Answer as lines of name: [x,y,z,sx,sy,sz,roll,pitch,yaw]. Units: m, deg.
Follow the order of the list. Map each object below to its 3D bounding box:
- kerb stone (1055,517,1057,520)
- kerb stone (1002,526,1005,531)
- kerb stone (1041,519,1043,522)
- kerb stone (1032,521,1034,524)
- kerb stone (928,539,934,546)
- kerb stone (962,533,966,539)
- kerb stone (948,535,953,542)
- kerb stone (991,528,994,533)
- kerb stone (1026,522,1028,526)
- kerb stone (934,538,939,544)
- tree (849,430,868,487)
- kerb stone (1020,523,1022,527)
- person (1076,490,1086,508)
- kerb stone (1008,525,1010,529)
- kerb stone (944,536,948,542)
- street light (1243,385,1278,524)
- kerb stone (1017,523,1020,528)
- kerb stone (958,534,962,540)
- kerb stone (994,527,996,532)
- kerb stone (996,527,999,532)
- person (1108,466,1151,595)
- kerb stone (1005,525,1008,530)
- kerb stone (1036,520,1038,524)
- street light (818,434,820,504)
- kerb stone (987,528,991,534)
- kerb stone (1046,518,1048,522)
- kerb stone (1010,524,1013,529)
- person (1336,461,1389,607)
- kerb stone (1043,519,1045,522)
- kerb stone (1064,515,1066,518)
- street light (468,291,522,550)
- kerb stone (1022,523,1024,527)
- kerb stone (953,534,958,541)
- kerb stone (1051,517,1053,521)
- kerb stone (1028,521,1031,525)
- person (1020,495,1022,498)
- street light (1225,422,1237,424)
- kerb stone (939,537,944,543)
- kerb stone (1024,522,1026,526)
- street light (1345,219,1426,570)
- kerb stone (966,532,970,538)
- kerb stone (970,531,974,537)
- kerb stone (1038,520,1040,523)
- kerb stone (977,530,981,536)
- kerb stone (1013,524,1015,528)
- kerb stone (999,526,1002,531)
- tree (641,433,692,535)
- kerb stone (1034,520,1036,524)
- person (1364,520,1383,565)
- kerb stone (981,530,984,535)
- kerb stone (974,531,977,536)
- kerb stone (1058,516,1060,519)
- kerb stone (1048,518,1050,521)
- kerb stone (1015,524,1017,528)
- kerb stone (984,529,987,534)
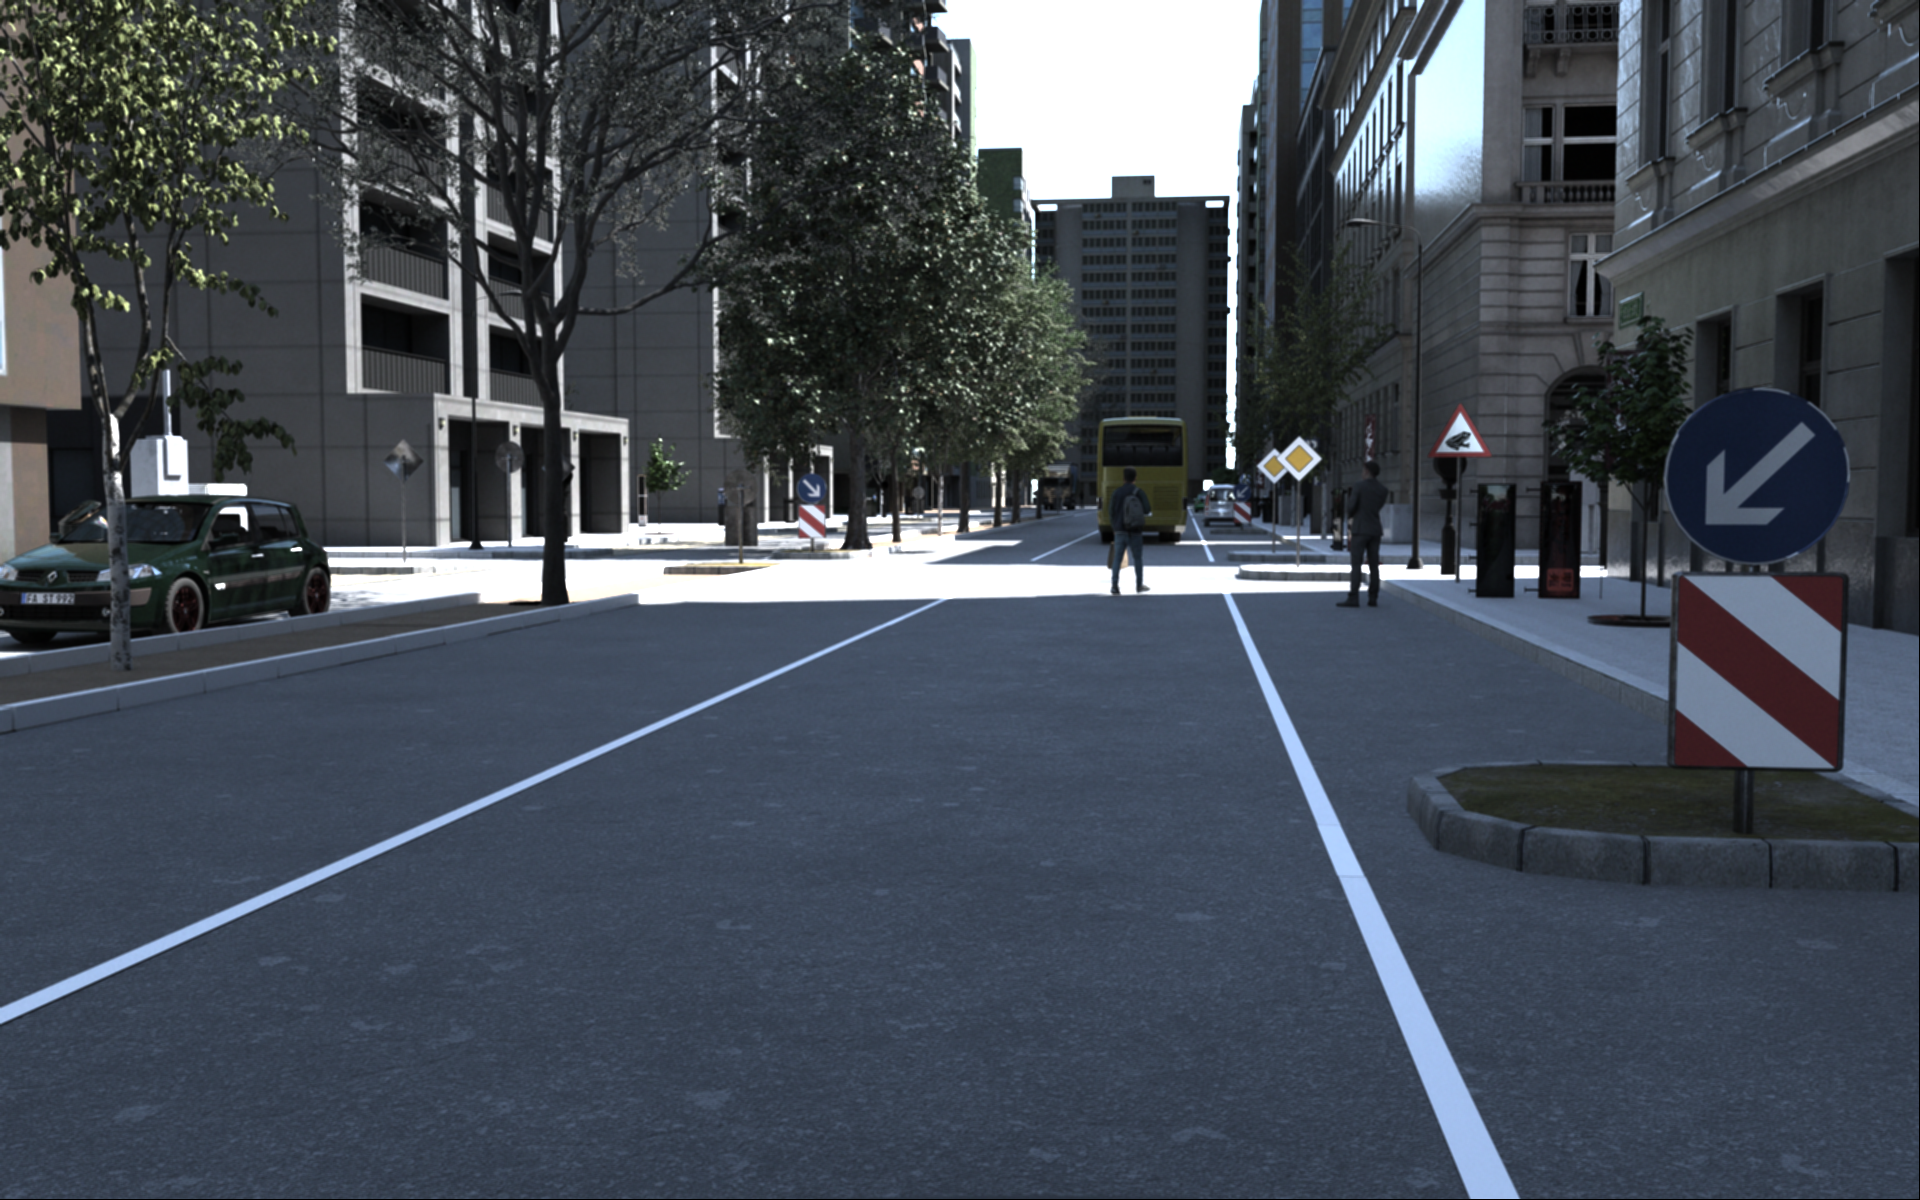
kerb stone: [5.075,-4.449,94.937,0.120,0.150,1.000,0,4,7]
kerb stone: [1.551,-2.768,67.447,0.120,0.150,1.000,0,4,7]
kerb stone: [3.898,-3.878,85.774,0.120,0.150,1.000,0,4,7]
kerb stone: [3.247,-3.577,80.680,0.120,0.150,1.000,0,4,7]
kerb stone: [-0.936,-1.585,48.114,0.120,0.150,1.000,0,4,7]
kerb stone: [-0.011,-2.022,55.252,0.120,0.150,1.000,0,4,7]
kerb stone: [-0.414,-1.835,52.194,0.120,0.150,1.000,0,4,7]
kerb stone: [1.023,-2.520,63.392,0.120,0.150,1.000,0,4,7]
kerb stone: [2.851,-3.390,77.627,0.120,0.150,1.000,0,4,7]
kerb stone: [-0.803,-1.648,49.134,0.120,0.150,1.000,0,4,7]
tree: [-4.581,-9.192,100.650,4.360,8.622,3.978,0,3,0]
kerb stone: [2.471,-3.203,74.562,0.120,0.150,1.000,0,4,7]
person: [12.370,-10.215,175.531,1.348,1.822,0.705,2,4,30]
kerb stone: [1.797,-2.892,69.485,0.120,0.150,1.000,0,4,7]
kerb stone: [-0.545,-1.772,51.167,0.120,0.150,1.000,0,4,7]
street light: [12.913,-6.177,73.534,1.470,5.913,1.316,0,4,7]
kerb stone: [2.333,-3.141,73.548,0.120,0.150,1.000,0,4,7]
kerb stone: [-0.145,-1.960,54.236,0.120,0.150,1.000,0,4,7]
kerb stone: [1.150,-2.580,64.407,0.120,0.150,1.000,0,4,7]
kerb stone: [1.284,-2.642,65.420,0.120,0.150,1.000,0,4,7]
person: [2.354,-0.984,24.577,0.794,1.824,0.713,3,5,41]
kerb stone: [1.683,-2.830,68.461,0.120,0.150,1.000,0,4,7]
kerb stone: [3.509,-3.701,82.713,0.120,0.150,1.000,0,4,7]
street light: [-5.803,-6.419,77.484,1.470,5.913,1.316,0,4,7]
kerb stone: [0.895,-2.450,62.376,0.120,0.150,1.000,0,4,7]
kerb stone: [4.292,-4.069,88.832,0.120,0.150,1.000,0,4,7]
kerb stone: [1.934,-2.953,70.499,0.120,0.150,1.000,0,4,7]
person: [5.125,-0.845,22.128,0.655,1.846,0.447,-2,4,-24]
kerb stone: [4.033,-3.951,86.798,0.120,0.150,1.000,0,4,7]
kerb stone: [5.986,-4.884,102.060,0.120,0.150,1.000,0,4,7]
street light: [-10.649,-4.113,39.789,1.470,5.913,1.316,0,4,7]
kerb stone: [2.589,-3.265,75.586,0.120,0.150,1.000,0,4,7]
kerb stone: [-0.273,-1.898,53.222,0.120,0.150,1.000,0,4,7]
kerb stone: [4.687,-4.259,91.887,0.120,0.150,1.000,0,4,7]
kerb stone: [2.988,-3.450,78.640,0.120,0.150,1.000,0,4,7]
person: [4.990,-8.254,144.930,0.593,1.643,0.415,3,5,41]
street light: [17.779,-8.513,111.722,1.470,5.913,1.316,0,4,7]
kerb stone: [-0.674,-1.707,50.153,0.120,0.150,1.000,0,4,7]
kerb stone: [2.720,-3.323,76.605,0.120,0.150,1.000,0,4,7]
street light: [7.218,-3.477,29.388,1.470,5.913,1.316,0,4,7]
kerb stone: [0.112,-2.084,56.269,0.120,0.150,1.000,0,4,7]
kerb stone: [0.248,-2.143,57.287,0.120,0.150,1.000,0,4,7]
kerb stone: [3.642,-3.757,83.733,0.120,0.150,1.000,0,4,7]
kerb stone: [0.501,-2.271,59.321,0.120,0.150,1.000,0,4,7]
kerb stone: [2.067,-3.017,71.519,0.120,0.150,1.000,0,4,7]
kerb stone: [1.417,-2.706,66.434,0.120,0.150,1.000,0,4,7]
tree: [-9.529,-3.672,54.637,1.663,3.219,1.824,0,3,0]
kerb stone: [3.371,-3.637,81.695,0.120,0.150,1.000,0,4,7]
person: [8.139,-1.578,34.315,0.388,1.821,0.555,3,4,38]
kerb stone: [0.637,-2.333,60.341,0.120,0.150,1.000,0,4,7]
kerb stone: [0.366,-2.208,58.303,0.120,0.150,1.000,0,4,7]
kerb stone: [5.335,-4.570,96.967,0.120,0.150,1.000,0,4,7]
kerb stone: [4.423,-4.137,89.845,0.120,0.150,1.000,0,4,7]
kerb stone: [2.195,-3.076,72.535,0.120,0.150,1.000,0,4,7]
kerb stone: [0.761,-2.392,61.362,0.120,0.150,1.000,0,4,7]
